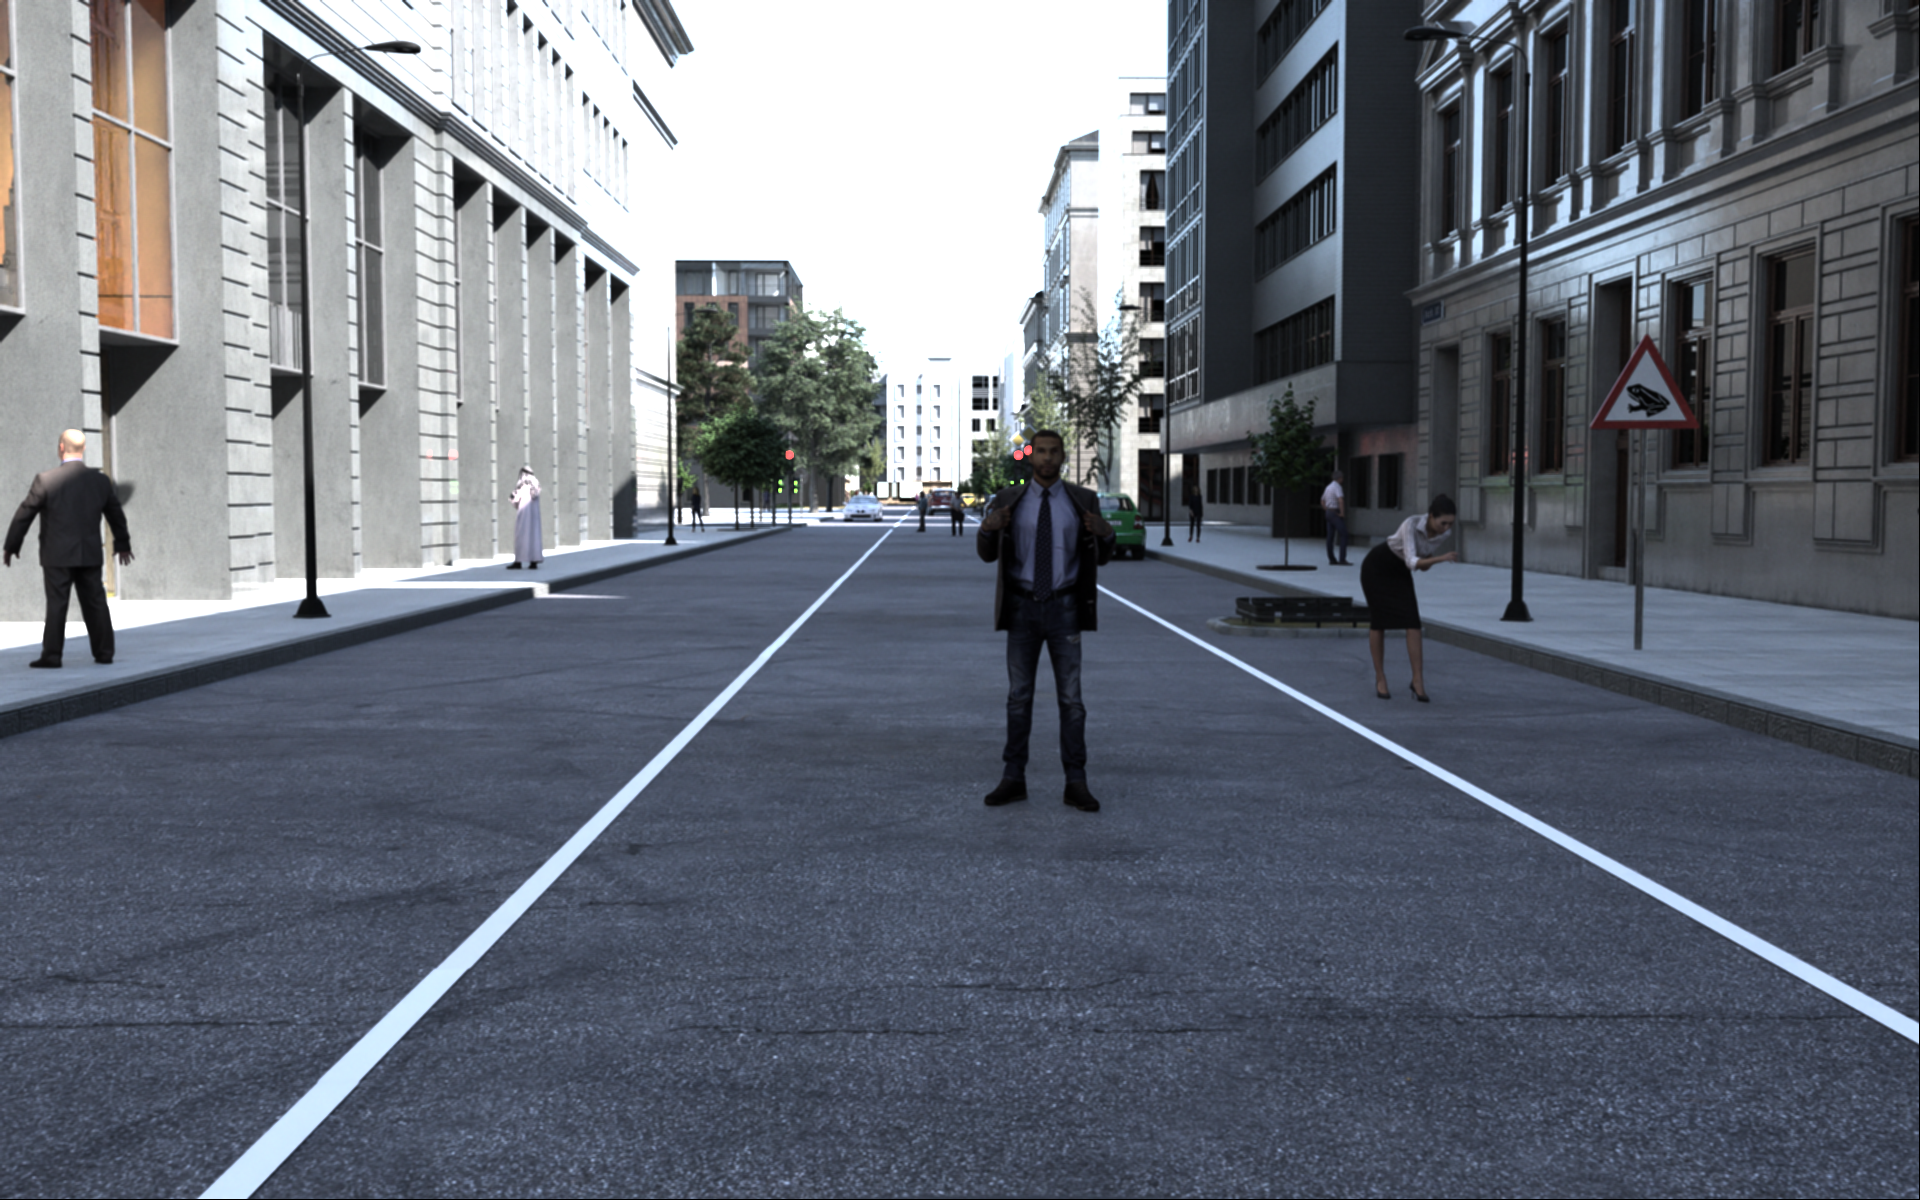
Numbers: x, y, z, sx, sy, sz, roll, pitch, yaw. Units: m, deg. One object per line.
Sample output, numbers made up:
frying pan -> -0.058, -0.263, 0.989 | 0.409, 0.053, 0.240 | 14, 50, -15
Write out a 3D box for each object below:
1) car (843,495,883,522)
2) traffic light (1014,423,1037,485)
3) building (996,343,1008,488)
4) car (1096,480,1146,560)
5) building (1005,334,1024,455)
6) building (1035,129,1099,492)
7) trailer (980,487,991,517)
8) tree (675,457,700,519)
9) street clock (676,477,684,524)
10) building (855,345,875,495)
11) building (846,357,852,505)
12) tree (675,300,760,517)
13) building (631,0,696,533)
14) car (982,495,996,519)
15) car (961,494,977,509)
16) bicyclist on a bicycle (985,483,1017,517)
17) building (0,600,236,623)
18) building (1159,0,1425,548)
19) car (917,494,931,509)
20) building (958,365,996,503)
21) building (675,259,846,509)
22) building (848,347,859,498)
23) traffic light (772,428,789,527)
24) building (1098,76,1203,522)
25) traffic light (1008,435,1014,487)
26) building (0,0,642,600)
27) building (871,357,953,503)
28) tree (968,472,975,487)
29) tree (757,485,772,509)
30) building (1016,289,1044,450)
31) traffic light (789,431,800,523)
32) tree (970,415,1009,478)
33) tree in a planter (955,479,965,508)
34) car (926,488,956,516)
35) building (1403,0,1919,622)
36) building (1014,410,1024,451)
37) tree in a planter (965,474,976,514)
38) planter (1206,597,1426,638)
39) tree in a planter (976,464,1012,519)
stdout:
car -> -5.082, -4.818, 91.138 | 2.083, 1.381, 4.827 | 0, 4, 0
traffic light -> 2.679, -4.817, 68.009 | 0.839, 4.213, 0.868 | 0, 4, -1
building -> 13.638, -21.016, 210.063 | 16.747, 18.905, 31.486 | 0, 4, -1
car -> 3.080, -1.856, 39.145 | 1.959, 1.807, 4.718 | 0, 4, -2
building -> 12.994, -20.318, 188.618 | 16.016, 20.091, 11.380 | 0, 4, -1
building -> 12.090, -19.618, 118.022 | 12.463, 27.353, 25.104 | 0, 4, -1
trailer -> 1.980, -6.076, 106.393 | 1.471, 1.999, 3.904 | 0, 4, 0
tree -> -14.659, -5.847, 90.193 | 1.663, 3.219, 1.824 | 0, 3, 0
street clock -> -12.183, -4.323, 75.253 | 0.358, 2.002, 0.471 | 0, 4, 4
building -> -28.875, -24.851, 250.286 | 32.646, 21.610, 27.936 | 0, 4, -1
building -> -20.607, -21.126, 201.833 | 16.016, 20.091, 11.380 | 0, 4, -1
tree -> -14.318, -10.709, 97.141 | 6.751, 12.117, 7.091 | 0, 3, 0
building -> -20.476, -13.693, 60.037 | 21.152, 22.565, 11.583 | 0, 4, -1
car -> 2.128, -4.645, 87.952 | 2.014, 1.417, 4.499 | 0, 4, -1
car -> 0.728, -9.684, 168.556 | 2.015, 1.641, 3.980 | 0, 4, -2
bicyclist on a bicycle -> 0.944, -1.873, 40.643 | 1.499, 1.676, 1.625 | 0, 4, -3
building -> -13.846, -13.970, 5.910 | 11.434, 29.767, 29.804 | 0, 4, -1
building -> 14.882, -14.166, 50.686 | 14.314, 24.678, 30.058 | 0, 4, -1
car -> -3.072, -9.284, 163.796 | 2.014, 1.417, 4.499 | 0, 4, 1
building -> 15.550, -23.163, 245.180 | 31.486, 18.905, 16.747 | 0, 4, -1
building -> -25.755, -19.774, 167.272 | 27.936, 21.610, 32.646 | 0, 4, -1
building -> -28.722, -21.372, 215.890 | 31.486, 18.905, 16.747 | 0, 4, -1
traffic light -> -7.280, -4.805, 67.808 | 0.839, 4.213, 0.868 | 0, 4, -1
building -> 15.549, -13.959, 82.989 | 16.860, 20.320, 10.420 | 0, 4, -1
traffic light -> 2.530, -5.306, 75.993 | 0.839, 4.213, 0.868 | 0, 4, -1
building -> -14.678, -15.794, 35.725 | 11.434, 29.767, 29.804 | 0, 4, -1
building -> -6.748, -23.731, 244.424 | 11.380, 20.091, 16.016 | 0, 4, -1
tree -> 2.535, -13.860, 210.316 | 4.285, 4.588, 4.351 | 0, 3, 0
tree -> -16.095, -9.199, 145.000 | 1.663, 3.219, 1.824 | 0, 3, 0
building -> 10.312, -16.959, 141.910 | 10.561, 19.102, 19.286 | 0, 4, -1
traffic light -> -7.429, -5.293, 75.792 | 0.839, 4.213, 0.868 | 0, 4, -1
tree -> 3.063, -12.784, 159.377 | 4.737, 8.622, 4.395 | 0, 3, 0
tree in a planter -> 0.658, -11.045, 177.814 | 1.991, 3.239, 1.994 | 0, 4, -1
car -> -1.095, -6.511, 115.135 | 2.281, 1.827, 5.304 | 0, 4, -3
building -> 14.445, -11.529, 24.661 | 11.583, 22.565, 21.152 | 0, 4, -1
building -> 10.483, -13.887, 169.199 | 9.099, 9.664, 28.070 | 0, 4, -1
tree in a planter -> 1.600, -7.994, 127.918 | 1.991, 3.239, 1.994 | 0, 4, -1
planter -> 3.645, 0.178, 18.229 | 1.991, 0.319, 1.994 | 0, 4, -1
tree in a planter -> 2.104, -6.346, 100.979 | 1.991, 3.239, 1.994 | 0, 4, -1
